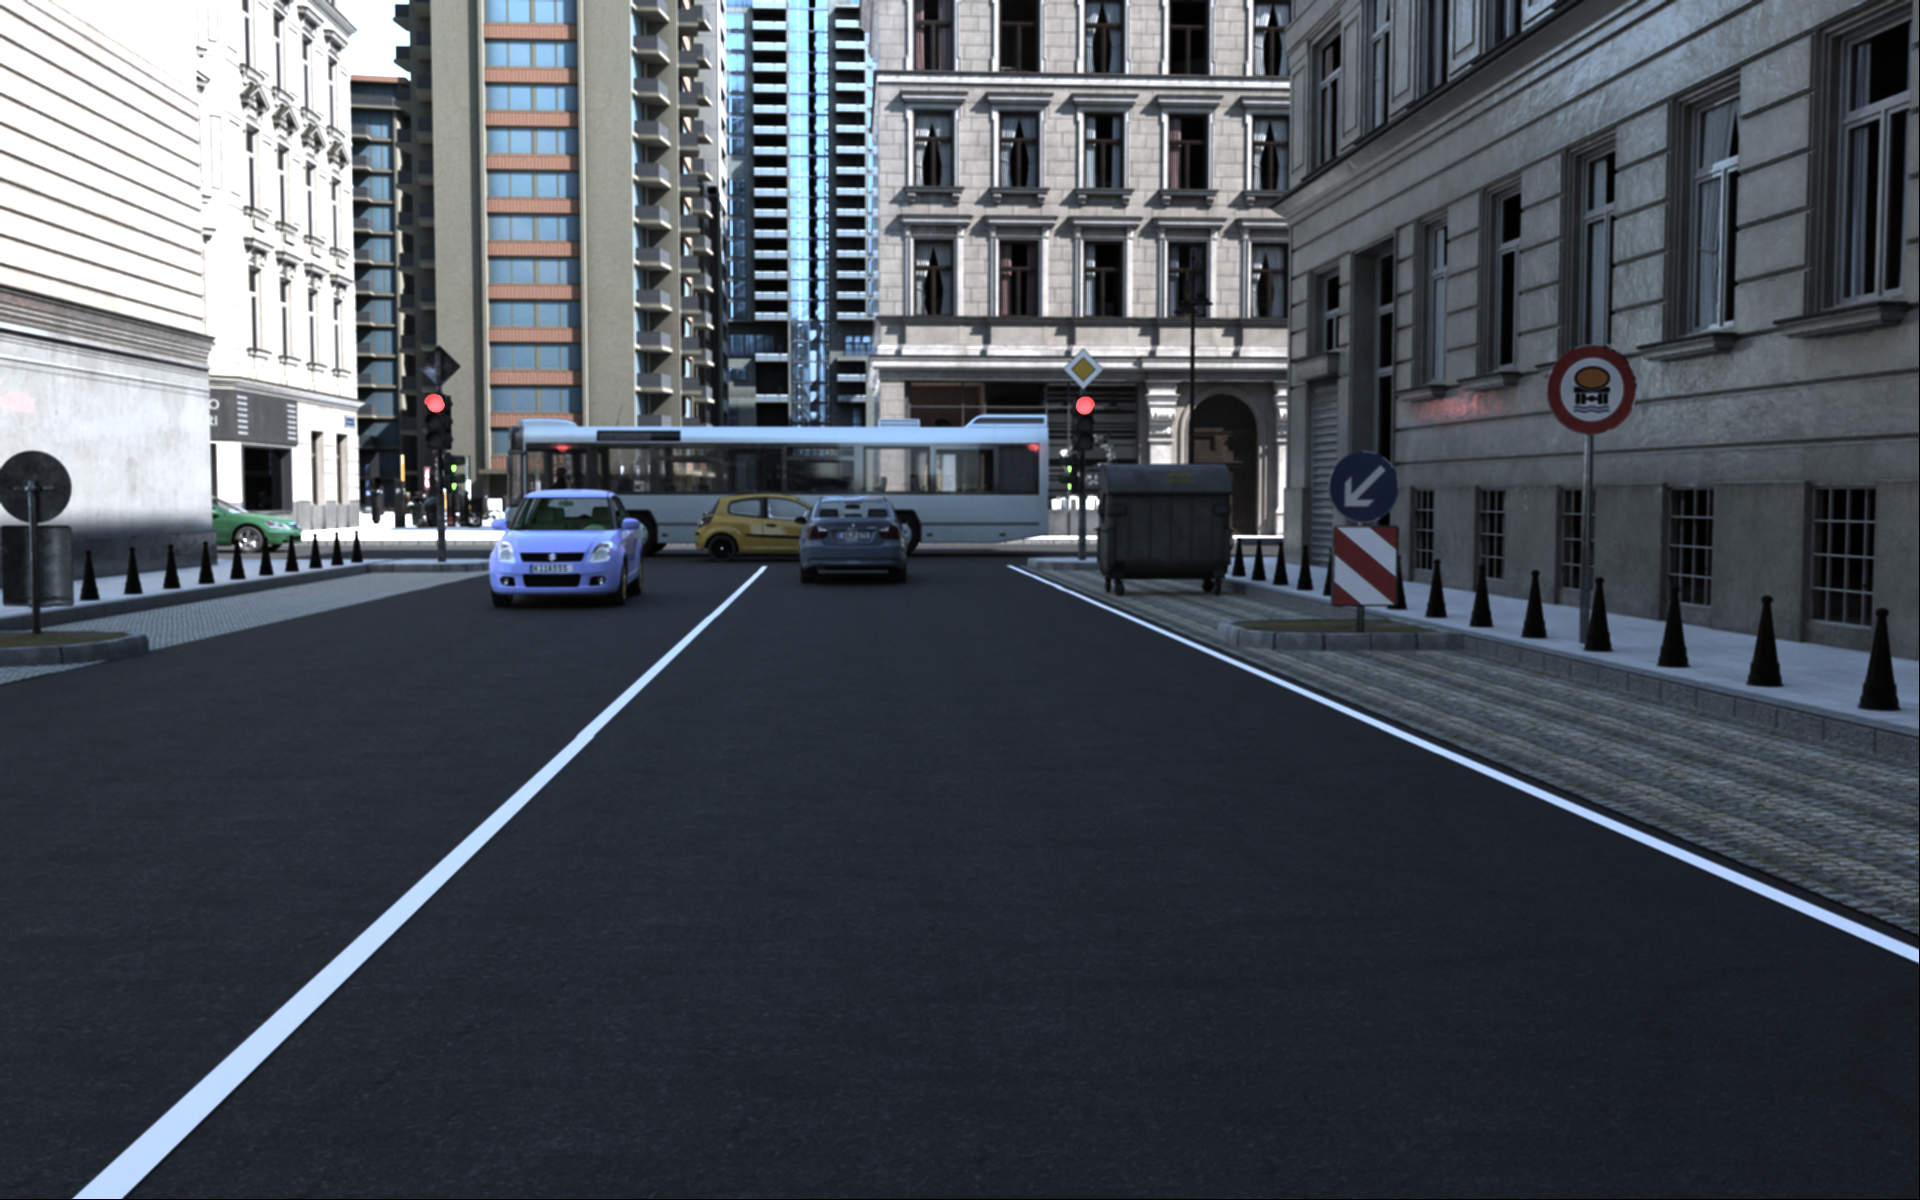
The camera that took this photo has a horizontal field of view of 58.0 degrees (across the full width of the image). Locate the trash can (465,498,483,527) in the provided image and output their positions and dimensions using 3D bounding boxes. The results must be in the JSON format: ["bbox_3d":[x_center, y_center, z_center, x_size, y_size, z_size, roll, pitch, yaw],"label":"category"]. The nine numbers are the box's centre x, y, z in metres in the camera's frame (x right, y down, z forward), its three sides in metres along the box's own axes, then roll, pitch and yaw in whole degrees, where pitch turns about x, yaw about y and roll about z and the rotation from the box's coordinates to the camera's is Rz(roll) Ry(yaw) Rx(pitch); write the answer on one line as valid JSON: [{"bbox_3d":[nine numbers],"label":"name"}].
[{"bbox_3d":[-18.759,-3.377,66.861,0.748,1.137,0.748,0,3,0],"label":"trash can"}]

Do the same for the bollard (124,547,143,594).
[{"bbox_3d":[-10.645,-0.382,22.286,0.229,0.601,0.229,0,3,0],"label":"bollard"}]

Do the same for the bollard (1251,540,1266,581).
[{"bbox_3d":[4.448,-0.595,25.771,0.229,0.601,0.229,0,3,0],"label":"bollard"}]

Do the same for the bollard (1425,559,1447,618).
[{"bbox_3d":[4.971,-0.124,18.062,0.229,0.601,0.229,0,3,0],"label":"bollard"}]

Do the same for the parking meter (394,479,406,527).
[{"bbox_3d":[-21.630,-3.743,66.904,0.399,1.863,0.255,0,4,7],"label":"parking meter"}]

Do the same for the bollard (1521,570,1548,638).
[{"bbox_3d":[5.143,0.033,15.494,0.229,0.601,0.229,0,3,0],"label":"bollard"}]

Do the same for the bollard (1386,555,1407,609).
[{"bbox_3d":[4.884,-0.202,19.343,0.229,0.601,0.229,0,3,0],"label":"bollard"}]

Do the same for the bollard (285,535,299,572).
[{"bbox_3d":[-11.082,-0.775,28.718,0.229,0.601,0.229,0,3,0],"label":"bollard"}]

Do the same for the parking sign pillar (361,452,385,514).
[{"bbox_3d":[-37.785,-7.516,111.366,1.447,3.967,1.447,0,4,5],"label":"parking sign pillar"}]

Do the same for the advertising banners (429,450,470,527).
[{"bbox_3d":[-20.167,-4.430,68.613,2.074,3.025,0.090,2,4,33],"label":"advertising banners"}]

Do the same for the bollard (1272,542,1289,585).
[{"bbox_3d":[4.536,-0.516,24.483,0.229,0.601,0.229,0,3,0],"label":"bollard"}]

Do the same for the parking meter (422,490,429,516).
[{"bbox_3d":[-31.060,-5.643,100.679,0.372,1.533,0.369,0,3,0],"label":"parking meter"}]

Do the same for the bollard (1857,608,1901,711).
[{"bbox_3d":[5.496,0.349,10.340,0.229,0.601,0.229,0,3,0],"label":"bollard"}]

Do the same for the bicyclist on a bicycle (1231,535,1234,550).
[{"bbox_3d":[5.595,-1.854,40.339,1.625,1.676,1.499,0,4,-5],"label":"bicyclist on a bicycle"}]

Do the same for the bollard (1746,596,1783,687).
[{"bbox_3d":[5.407,0.270,11.620,0.229,0.601,0.229,0,3,0],"label":"bollard"}]

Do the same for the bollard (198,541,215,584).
[{"bbox_3d":[-10.822,-0.539,24.859,0.229,0.601,0.229,0,3,0],"label":"bollard"}]

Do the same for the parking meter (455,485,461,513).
[{"bbox_3d":[-33.994,-6.830,117.387,0.255,1.863,0.399,1,4,19],"label":"parking meter"}]

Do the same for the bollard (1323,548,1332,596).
[{"bbox_3d":[4.707,-0.359,21.912,0.229,0.601,0.229,0,3,0],"label":"bollard"}]

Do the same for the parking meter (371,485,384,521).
[{"bbox_3d":[-27.730,-4.679,82.211,0.255,1.863,0.399,2,4,34],"label":"parking meter"}]

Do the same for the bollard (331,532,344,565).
[{"bbox_3d":[-11.258,-0.933,31.298,0.229,0.601,0.229,0,3,0],"label":"bollard"}]

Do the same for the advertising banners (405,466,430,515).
[{"bbox_3d":[-34.139,-6.902,109.027,0.090,3.025,2.074,2,4,35],"label":"advertising banners"}]

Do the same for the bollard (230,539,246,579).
[{"bbox_3d":[-10.908,-0.618,26.142,0.229,0.601,0.229,0,3,0],"label":"bollard"}]

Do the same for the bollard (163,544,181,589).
[{"bbox_3d":[-10.738,-0.461,23.578,0.229,0.601,0.229,0,3,0],"label":"bollard"}]

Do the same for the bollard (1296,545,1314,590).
[{"bbox_3d":[4.623,-0.437,23.193,0.229,0.601,0.229,0,3,0],"label":"bollard"}]

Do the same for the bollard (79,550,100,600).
[{"bbox_3d":[-10.558,-0.303,20.995,0.229,0.601,0.229,0,3,0],"label":"bollard"}]

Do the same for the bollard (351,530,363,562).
[{"bbox_3d":[-11.347,-1.011,32.578,0.229,0.601,0.229,0,3,0],"label":"bollard"}]

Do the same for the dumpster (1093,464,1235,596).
[{"bbox_3d":[2.892,-1.009,24.711,1.865,1.857,1.264,0,4,-3],"label":"dumpster"}]

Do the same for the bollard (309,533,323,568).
[{"bbox_3d":[-11.170,-0.854,30.012,0.229,0.601,0.229,0,3,0],"label":"bollard"}]

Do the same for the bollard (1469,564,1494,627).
[{"bbox_3d":[5.055,-0.045,16.774,0.229,0.601,0.229,0,3,0],"label":"bollard"}]

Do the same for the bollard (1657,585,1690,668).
[{"bbox_3d":[5.319,0.192,12.901,0.229,0.601,0.229,0,3,0],"label":"bollard"}]

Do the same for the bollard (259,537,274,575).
[{"bbox_3d":[-10.994,-0.697,27.430,0.229,0.601,0.229,0,3,0],"label":"bollard"}]

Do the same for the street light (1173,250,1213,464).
[{"bbox_3d":[4.430,-3.686,33.058,0.468,5.910,1.993,0,4,-4],"label":"street light"}]

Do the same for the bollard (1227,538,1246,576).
[{"bbox_3d":[4.358,-0.673,27.051,0.229,0.601,0.229,0,3,0],"label":"bollard"}]

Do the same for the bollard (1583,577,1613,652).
[{"bbox_3d":[5.233,0.113,14.188,0.229,0.601,0.229,0,3,0],"label":"bollard"}]
